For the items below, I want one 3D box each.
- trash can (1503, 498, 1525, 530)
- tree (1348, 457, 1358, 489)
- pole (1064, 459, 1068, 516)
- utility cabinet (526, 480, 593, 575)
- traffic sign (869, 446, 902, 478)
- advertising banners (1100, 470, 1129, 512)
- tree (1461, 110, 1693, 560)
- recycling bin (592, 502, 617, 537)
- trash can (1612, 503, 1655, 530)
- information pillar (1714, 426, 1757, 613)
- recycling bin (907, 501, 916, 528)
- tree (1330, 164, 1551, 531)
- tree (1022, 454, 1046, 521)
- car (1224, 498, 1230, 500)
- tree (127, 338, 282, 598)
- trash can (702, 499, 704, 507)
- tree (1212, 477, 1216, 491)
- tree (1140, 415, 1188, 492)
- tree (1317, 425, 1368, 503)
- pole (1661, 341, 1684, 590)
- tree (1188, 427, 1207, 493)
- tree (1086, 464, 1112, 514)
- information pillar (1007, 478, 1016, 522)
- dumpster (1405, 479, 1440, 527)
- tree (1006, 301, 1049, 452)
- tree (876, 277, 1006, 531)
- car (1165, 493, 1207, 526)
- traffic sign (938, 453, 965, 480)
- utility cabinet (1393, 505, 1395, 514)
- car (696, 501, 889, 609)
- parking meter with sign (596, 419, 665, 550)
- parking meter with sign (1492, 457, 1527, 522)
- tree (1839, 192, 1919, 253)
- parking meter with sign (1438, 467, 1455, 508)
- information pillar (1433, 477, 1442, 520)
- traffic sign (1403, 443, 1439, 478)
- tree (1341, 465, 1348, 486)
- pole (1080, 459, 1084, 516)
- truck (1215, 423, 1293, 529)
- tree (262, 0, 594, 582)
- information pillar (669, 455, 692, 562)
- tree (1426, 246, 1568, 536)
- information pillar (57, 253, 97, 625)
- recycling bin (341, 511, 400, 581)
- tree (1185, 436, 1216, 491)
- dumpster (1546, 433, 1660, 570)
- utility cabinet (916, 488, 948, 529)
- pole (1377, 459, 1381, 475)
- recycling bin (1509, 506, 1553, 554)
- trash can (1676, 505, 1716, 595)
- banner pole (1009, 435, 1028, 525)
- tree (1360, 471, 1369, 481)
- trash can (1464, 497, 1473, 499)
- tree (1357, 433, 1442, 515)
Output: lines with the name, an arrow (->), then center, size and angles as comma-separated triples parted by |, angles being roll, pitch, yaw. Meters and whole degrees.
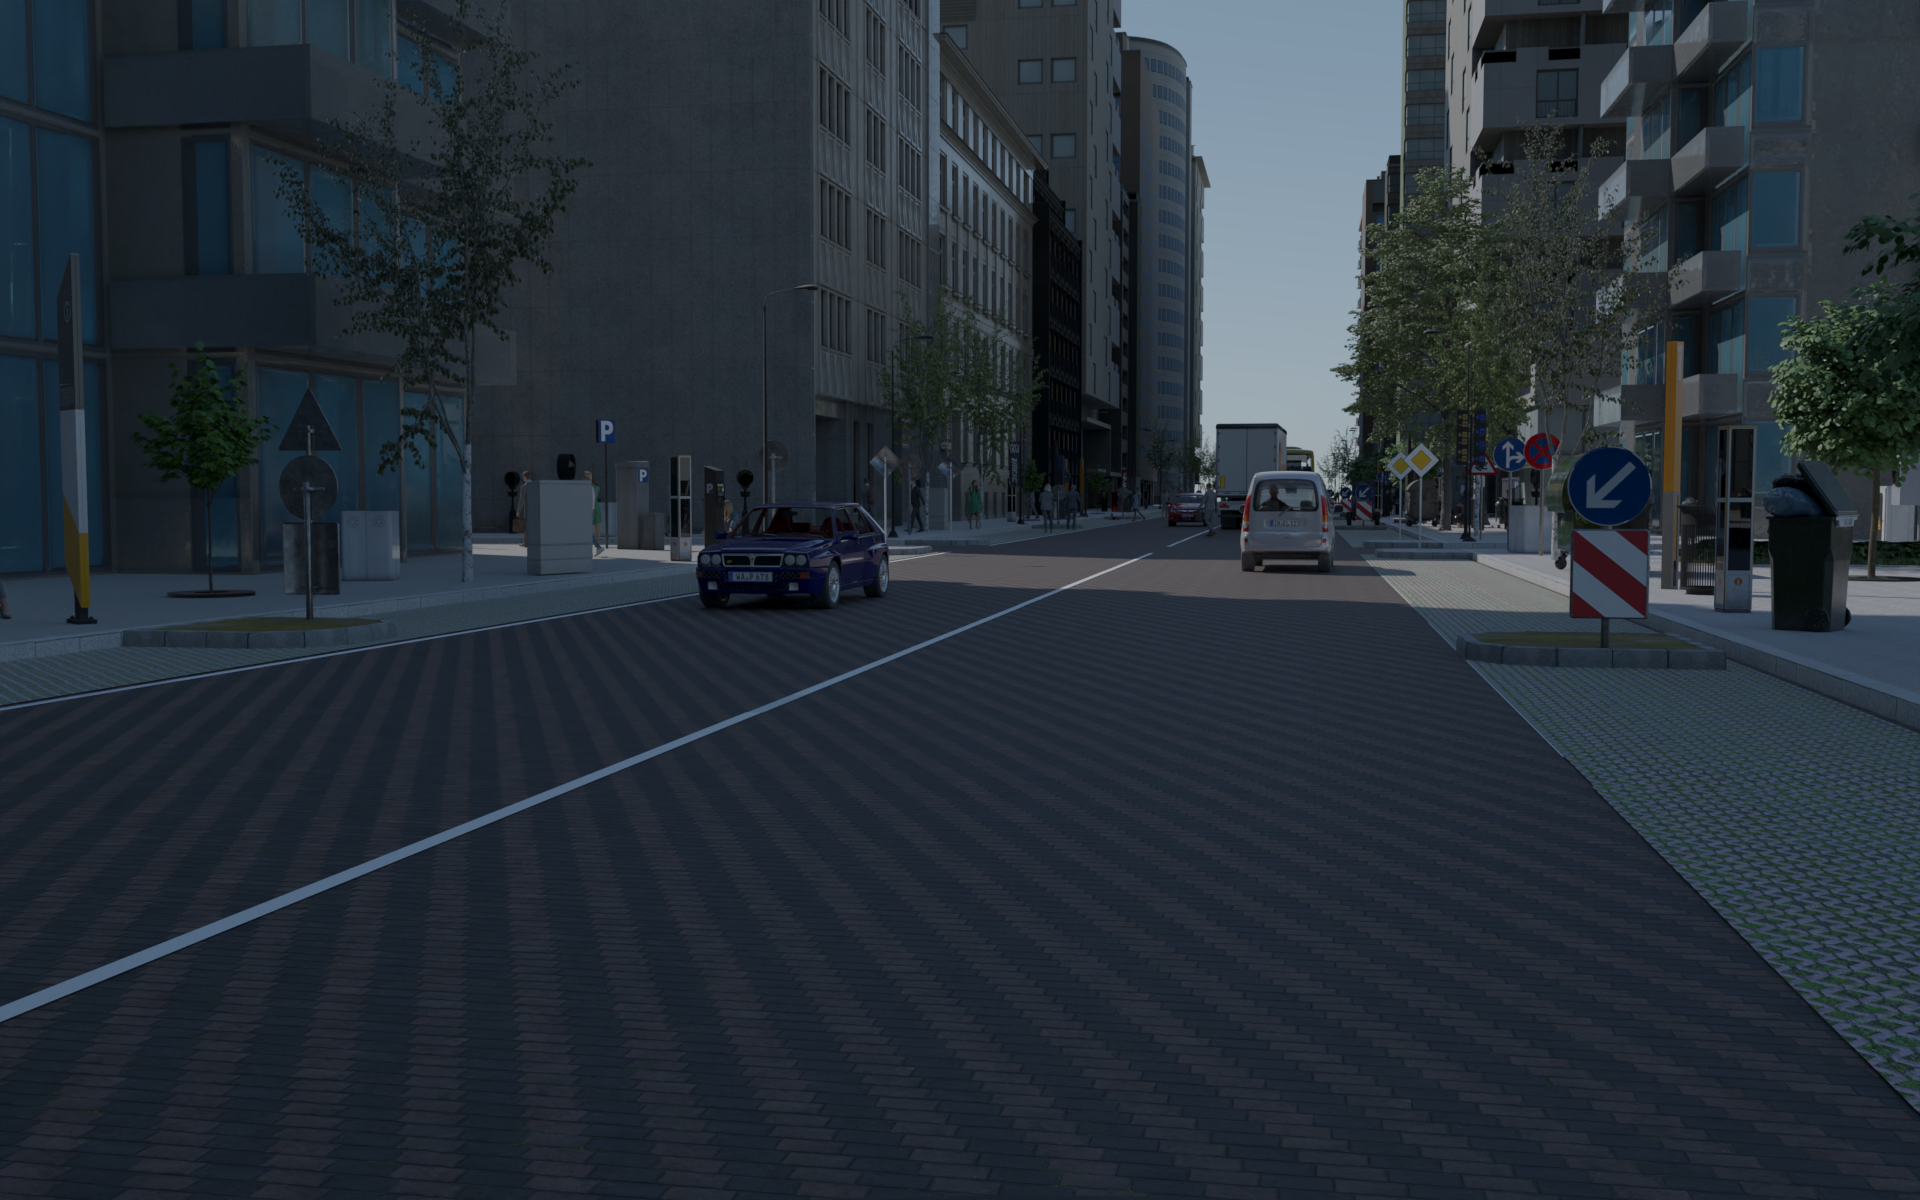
trash can -> 18.999, -2.922, 59.427 | 0.748, 1.137, 0.748 | 0, 3, 0
tree -> 26.582, -7.537, 106.942 | 4.285, 4.588, 4.351 | 0, 3, 0
pole -> 6.120, -6.513, 100.331 | 0.158, 3.312, 0.155 | 0, 3, 0
utility cabinet -> -6.408, -1.164, 27.708 | 0.318, 1.500, 1.173 | 2, 4, 31
traffic sign -> -1.806, -2.413, 41.639 | 0.795, 2.593, 0.064 | 1, 4, 11
advertising banners -> 11.083, -7.833, 124.259 | 2.074, 3.025, 0.090 | 1, 4, 18
tree -> 11.605, -5.074, 33.322 | 4.360, 8.622, 3.978 | 0, 3, 0
recycling bin -> -10.712, -2.411, 51.967 | 0.722, 1.027, 0.722 | 0, 4, 6
trash can -> 10.387, -0.935, 26.935 | 0.748, 1.137, 0.748 | 0, 3, 0
information pillar -> 8.398, -0.873, 18.767 | 0.304, 2.012, 0.304 | 0, 4, 4
recycling bin -> -1.587, -3.267, 65.964 | 0.722, 1.027, 0.722 | 1, 4, 11
tree -> 16.919, -8.716, 60.633 | 7.486, 12.596, 7.792 | 0, 3, 0
tree -> 3.441, -5.437, 83.494 | 1.663, 3.219, 1.824 | 0, 3, 0
car -> 25.784, -9.192, 162.084 | 2.131, 1.459, 4.920 | 1, 4, 10
tree -> -9.564, -1.657, 21.695 | 1.663, 3.219, 1.824 | 0, 3, 0
trash can -> -7.458, -2.494, 52.429 | 0.748, 1.137, 0.748 | 0, 3, 0
tree -> 40.557, -17.421, 268.549 | 4.285, 4.588, 4.351 | 0, 3, 0
tree -> 18.526, -12.801, 159.662 | 4.360, 8.622, 3.978 | 0, 3, 0
tree -> 41.764, -14.463, 186.833 | 4.737, 8.622, 4.395 | 0, 3, 0
pole -> 9.571, -1.800, 23.266 | 0.158, 3.312, 0.155 | 0, 3, 0
tree -> 24.918, -14.576, 188.684 | 4.360, 8.622, 3.978 | 0, 3, 0
tree -> 9.078, -7.213, 112.532 | 1.663, 3.219, 1.824 | 0, 3, 0
information pillar -> 2.368, -4.603, 79.753 | 0.304, 2.012, 0.304 | 3, 4, 37
dumpster -> 18.231, -3.821, 68.234 | 1.264, 1.857, 1.865 | 1, 4, 11
tree -> 1.041, -7.033, 65.353 | 4.737, 8.622, 4.395 | 0, 3, 0
tree -> -1.137, -6.689, 59.724 | 4.737, 8.622, 4.395 | 0, 3, 0
car -> 10.369, -4.228, 78.169 | 2.155, 1.783, 4.494 | 1, 4, 10
traffic sign -> -0.271, -2.892, 49.476 | 0.795, 2.593, 0.064 | 1, 4, 11
utility cabinet -> 28.547, -6.255, 113.426 | 0.306, 1.237, 1.020 | 1, 4, 19
car -> -2.148, -0.633, 22.932 | 1.945, 1.354, 3.894 | 1, 4, 12
parking meter with sign -> -7.586, -2.680, 40.076 | 1.738, 3.016, 0.543 | 2, 4, 33
parking meter with sign -> 25.105, -5.060, 78.985 | 0.543, 3.016, 1.738 | -2, 4, -29
tree -> 8.238, -1.748, 12.300 | 4.285, 4.588, 4.351 | 0, 3, 0
parking meter with sign -> 31.240, -7.041, 111.382 | 0.543, 3.016, 1.738 | -1, 4, -18
information pillar -> 20.707, -4.314, 75.033 | 0.304, 2.012, 0.304 | -3, 5, -42
traffic sign -> 10.453, -2.265, 39.227 | 0.795, 2.593, 0.064 | 1, 4, 11
tree -> 32.013, -9.394, 137.308 | 4.285, 4.588, 4.351 | 0, 3, 0
pole -> 6.994, -6.463, 99.514 | 0.158, 3.312, 0.155 | 0, 3, 0
truck -> 12.613, -5.207, 74.044 | 2.839, 4.237, 11.283 | 1, 4, 13
tree -> -7.448, -4.575, 25.156 | 4.360, 8.622, 3.978 | 0, 3, 0
information pillar -> -5.324, -1.744, 33.008 | 0.304, 2.012, 0.304 | 3, 5, 44
tree -> 15.968, -6.252, 52.590 | 4.737, 8.622, 4.395 | 0, 3, 0
information pillar -> -8.766, -1.576, 17.127 | 0.183, 3.616, 0.504 | -3, 5, -44
recycling bin -> -8.797, -0.814, 25.859 | 0.722, 1.027, 0.722 | -1, 4, -8
tree -> 29.989, -16.125, 213.997 | 4.737, 8.622, 4.395 | 0, 3, 0
dumpster -> 10.533, -1.587, 28.447 | 1.502, 2.255, 1.985 | 1, 4, 11
utility cabinet -> -0.996, -3.282, 62.340 | 1.173, 1.500, 0.318 | 2, 4, 30
pole -> 24.651, -6.610, 101.919 | 0.158, 3.312, 0.155 | 0, 3, 0
recycling bin -> 12.447, -1.539, 37.723 | 0.722, 1.027, 0.722 | -1, 4, -9
trash can -> 9.547, -0.643, 22.160 | 0.748, 1.137, 0.748 | 0, 3, 0
banner pole -> 2.449, -5.064, 72.815 | 0.863, 3.779, 0.401 | 0, 4, -3
tree -> 38.596, -10.557, 167.210 | 1.663, 3.219, 1.824 | 0, 3, 0
trash can -> 22.937, -4.028, 77.511 | 0.748, 1.137, 0.748 | 0, 3, 0
tree -> 23.915, -6.601, 91.634 | 4.285, 4.588, 4.351 | 0, 3, 0
